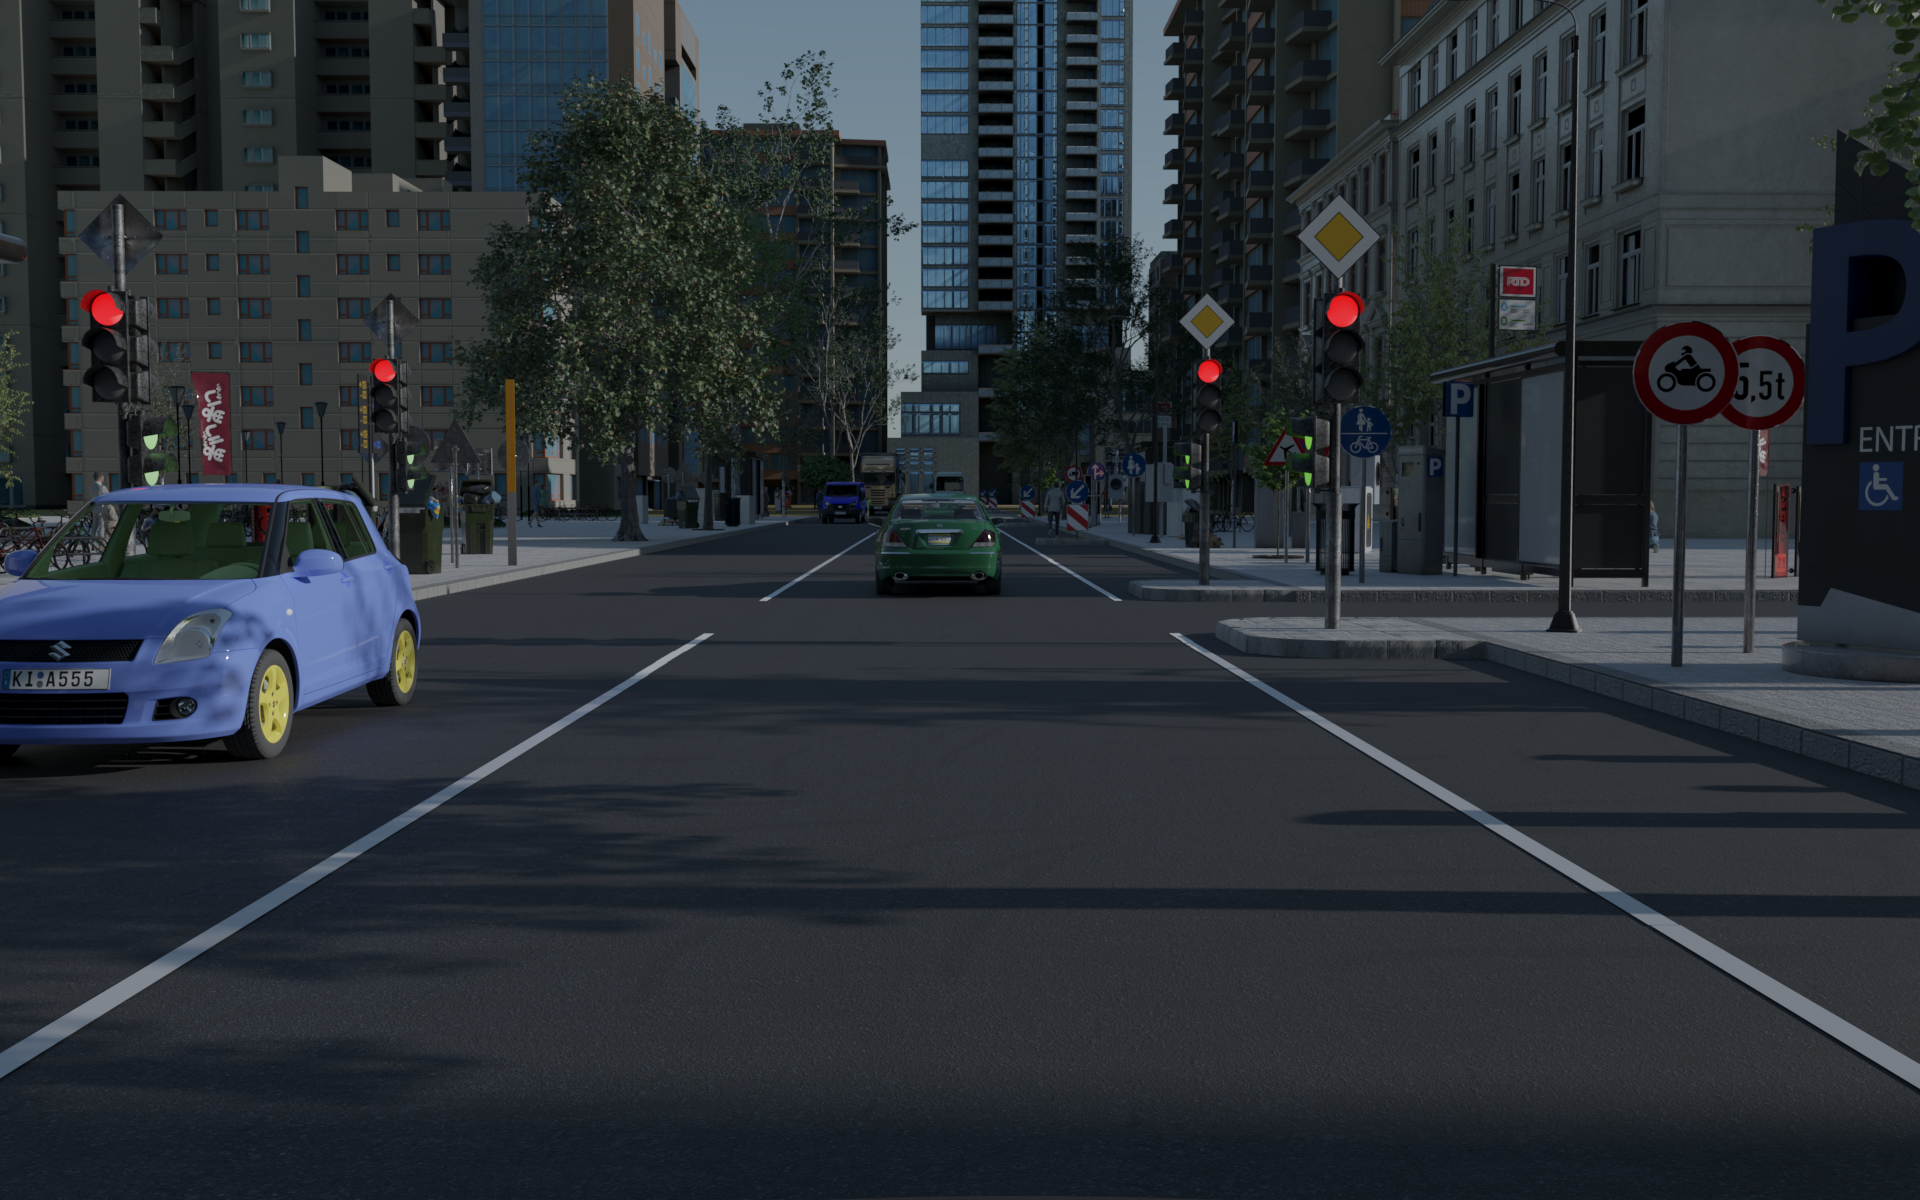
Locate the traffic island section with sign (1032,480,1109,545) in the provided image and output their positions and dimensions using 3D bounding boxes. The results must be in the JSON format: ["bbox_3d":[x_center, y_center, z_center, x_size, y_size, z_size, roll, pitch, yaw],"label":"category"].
[{"bbox_3d":[3.186,-2.500,49.496,1.989,1.847,2.006,0,4,-1],"label":"traffic island section with sign"}]

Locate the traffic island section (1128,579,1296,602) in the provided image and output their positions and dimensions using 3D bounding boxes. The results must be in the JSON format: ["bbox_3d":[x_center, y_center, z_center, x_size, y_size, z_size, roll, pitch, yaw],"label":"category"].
[{"bbox_3d":[3.476,-0.135,24.496,2.009,0.180,2.903,0,4,-1],"label":"traffic island section"}]

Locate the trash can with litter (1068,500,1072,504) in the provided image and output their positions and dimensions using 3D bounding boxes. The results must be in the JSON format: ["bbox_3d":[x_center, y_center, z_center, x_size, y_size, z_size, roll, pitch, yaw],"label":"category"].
[{"bbox_3d":[6.652,-5.379,99.326,1.055,1.170,0.624,1,4,9],"label":"trash can with litter"}]

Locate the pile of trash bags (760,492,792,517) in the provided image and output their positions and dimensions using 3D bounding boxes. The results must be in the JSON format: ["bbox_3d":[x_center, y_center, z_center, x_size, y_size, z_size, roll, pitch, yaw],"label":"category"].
[{"bbox_3d":[-11.244,-5.399,98.026,3.447,1.369,1.912,-1,4,-11],"label":"pile of trash bags"}]

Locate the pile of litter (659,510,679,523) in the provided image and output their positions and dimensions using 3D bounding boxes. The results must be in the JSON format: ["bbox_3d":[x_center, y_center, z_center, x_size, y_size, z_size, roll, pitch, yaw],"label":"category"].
[{"bbox_3d":[-12.506,-3.831,76.597,1.719,0.858,1.176,3,4,36],"label":"pile of litter"}]

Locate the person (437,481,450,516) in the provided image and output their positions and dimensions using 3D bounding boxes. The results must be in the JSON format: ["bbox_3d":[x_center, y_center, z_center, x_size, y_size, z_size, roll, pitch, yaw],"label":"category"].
[{"bbox_3d":[-22.358,-4.209,74.841,0.580,1.828,0.573,-2,4,-32],"label":"person"}]

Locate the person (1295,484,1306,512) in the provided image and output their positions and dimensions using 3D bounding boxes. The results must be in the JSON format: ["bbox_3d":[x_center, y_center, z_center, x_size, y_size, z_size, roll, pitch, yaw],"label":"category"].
[{"bbox_3d":[16.590,-4.829,84.769,0.755,1.850,0.659,1,4,12],"label":"person"}]

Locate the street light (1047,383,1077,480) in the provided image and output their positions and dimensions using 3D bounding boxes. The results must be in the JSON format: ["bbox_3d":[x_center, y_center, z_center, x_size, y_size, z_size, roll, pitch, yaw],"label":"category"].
[{"bbox_3d":[4.331,-6.111,72.464,1.470,5.913,1.316,0,4,-1],"label":"street light"}]

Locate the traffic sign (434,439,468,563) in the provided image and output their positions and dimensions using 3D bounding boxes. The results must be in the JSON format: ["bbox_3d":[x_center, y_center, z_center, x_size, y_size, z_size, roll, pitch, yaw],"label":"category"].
[{"bbox_3d":[-9.424,-1.833,32.098,0.606,2.300,0.079,0,3,0],"label":"traffic sign"}]

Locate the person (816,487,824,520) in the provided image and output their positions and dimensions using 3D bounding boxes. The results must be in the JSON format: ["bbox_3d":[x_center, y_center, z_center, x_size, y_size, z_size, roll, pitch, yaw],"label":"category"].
[{"bbox_3d":[-7.656,-5.297,95.294,0.419,1.800,0.721,3,5,43],"label":"person"}]

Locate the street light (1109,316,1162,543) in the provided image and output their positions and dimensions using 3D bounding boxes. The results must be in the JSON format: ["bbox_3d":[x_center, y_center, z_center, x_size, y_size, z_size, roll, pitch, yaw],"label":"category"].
[{"bbox_3d":[4.579,-4.447,45.248,1.470,5.913,1.316,0,4,-1],"label":"street light"}]

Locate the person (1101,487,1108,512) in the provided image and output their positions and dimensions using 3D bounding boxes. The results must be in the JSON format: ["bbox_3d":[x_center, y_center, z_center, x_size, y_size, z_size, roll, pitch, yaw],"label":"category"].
[{"bbox_3d":[10.630,-7.345,126.077,0.705,1.831,1.348,-2,4,-35],"label":"person"}]

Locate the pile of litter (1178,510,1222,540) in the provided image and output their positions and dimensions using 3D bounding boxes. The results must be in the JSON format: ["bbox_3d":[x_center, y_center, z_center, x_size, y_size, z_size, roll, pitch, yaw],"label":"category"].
[{"bbox_3d":[6.710,-2.115,48.543,1.176,0.858,1.719,0,4,-2],"label":"pile of litter"}]

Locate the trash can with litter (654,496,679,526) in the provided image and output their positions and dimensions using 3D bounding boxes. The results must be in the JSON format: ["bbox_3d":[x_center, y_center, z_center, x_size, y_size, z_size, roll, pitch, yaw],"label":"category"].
[{"bbox_3d":[-11.300,-3.603,69.963,2.233,1.210,1.678,-1,4,-14],"label":"trash can with litter"}]

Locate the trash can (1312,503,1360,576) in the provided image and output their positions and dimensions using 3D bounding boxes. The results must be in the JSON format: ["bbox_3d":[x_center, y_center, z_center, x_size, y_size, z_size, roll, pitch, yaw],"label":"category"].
[{"bbox_3d":[5.944,-0.965,27.434,0.748,1.137,0.748,0,3,0],"label":"trash can"}]

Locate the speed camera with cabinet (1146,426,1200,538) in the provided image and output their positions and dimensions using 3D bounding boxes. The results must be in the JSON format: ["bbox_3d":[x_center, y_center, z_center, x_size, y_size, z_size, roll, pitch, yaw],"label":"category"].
[{"bbox_3d":[6.295,-3.474,51.138,0.660,3.252,2.038,3,5,42],"label":"speed camera with cabinet"}]

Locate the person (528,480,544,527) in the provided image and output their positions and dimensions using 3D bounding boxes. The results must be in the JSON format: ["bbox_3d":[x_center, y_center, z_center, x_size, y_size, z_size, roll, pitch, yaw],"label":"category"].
[{"bbox_3d":[-16.396,-3.716,66.826,0.654,1.822,0.581,-2,4,-28],"label":"person"}]

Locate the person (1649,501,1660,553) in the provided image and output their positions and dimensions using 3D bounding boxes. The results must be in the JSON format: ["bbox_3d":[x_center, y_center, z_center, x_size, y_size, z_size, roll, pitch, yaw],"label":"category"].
[{"bbox_3d":[14.857,-1.607,37.815,1.012,1.151,0.738,-3,4,-38],"label":"person"}]

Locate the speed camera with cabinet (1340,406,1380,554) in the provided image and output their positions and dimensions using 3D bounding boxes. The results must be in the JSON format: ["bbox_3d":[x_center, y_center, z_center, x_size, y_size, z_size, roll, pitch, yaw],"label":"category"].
[{"bbox_3d":[8.836,-2.683,38.203,0.660,3.252,2.038,1,4,22],"label":"speed camera with cabinet"}]

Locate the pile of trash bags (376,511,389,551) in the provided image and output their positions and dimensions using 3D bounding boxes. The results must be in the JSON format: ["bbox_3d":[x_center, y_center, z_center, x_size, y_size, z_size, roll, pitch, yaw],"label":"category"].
[{"bbox_3d":[-12.729,-1.667,37.001,1.912,1.369,3.447,-2,4,-29],"label":"pile of trash bags"}]

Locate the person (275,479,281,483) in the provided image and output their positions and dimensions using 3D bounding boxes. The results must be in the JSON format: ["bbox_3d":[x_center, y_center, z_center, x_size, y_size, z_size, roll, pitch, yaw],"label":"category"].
[{"bbox_3d":[-25.019,-3.512,63.562,0.679,1.850,0.850,2,4,27],"label":"person"}]

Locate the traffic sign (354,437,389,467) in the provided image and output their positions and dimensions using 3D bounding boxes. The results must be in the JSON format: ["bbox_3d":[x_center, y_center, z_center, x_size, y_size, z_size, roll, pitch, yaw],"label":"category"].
[{"bbox_3d":[-11.771,-2.140,34.728,0.795,2.593,0.064,1,4,9],"label":"traffic sign"}]

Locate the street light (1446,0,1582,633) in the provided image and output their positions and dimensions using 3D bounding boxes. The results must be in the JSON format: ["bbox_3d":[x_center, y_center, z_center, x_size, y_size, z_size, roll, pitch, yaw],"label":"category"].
[{"bbox_3d":[5.096,-2.657,15.988,1.470,5.913,1.316,0,4,-1],"label":"street light"}]

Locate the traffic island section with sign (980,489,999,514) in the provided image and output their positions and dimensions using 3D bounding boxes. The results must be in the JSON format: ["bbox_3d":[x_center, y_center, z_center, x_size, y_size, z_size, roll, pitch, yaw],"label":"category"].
[{"bbox_3d":[2.263,-7.197,126.295,1.989,1.847,2.006,0,4,-1],"label":"traffic island section with sign"}]

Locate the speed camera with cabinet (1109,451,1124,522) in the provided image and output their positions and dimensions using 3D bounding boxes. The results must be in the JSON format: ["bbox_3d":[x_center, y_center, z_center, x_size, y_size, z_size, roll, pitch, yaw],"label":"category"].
[{"bbox_3d":[6.481,-5.202,79.386,2.038,3.252,0.660,1,4,10],"label":"speed camera with cabinet"}]

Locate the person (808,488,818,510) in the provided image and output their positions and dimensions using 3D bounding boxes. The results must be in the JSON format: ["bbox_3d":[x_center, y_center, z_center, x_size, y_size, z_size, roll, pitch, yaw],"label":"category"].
[{"bbox_3d":[-11.653,-8.224,140.466,1.348,1.831,0.705,0,4,5],"label":"person"}]

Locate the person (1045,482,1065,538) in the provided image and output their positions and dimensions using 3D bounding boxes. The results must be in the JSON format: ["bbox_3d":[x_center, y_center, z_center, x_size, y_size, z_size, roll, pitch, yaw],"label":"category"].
[{"bbox_3d":[3.104,-2.953,56.620,0.661,1.843,0.795,0,4,5],"label":"person"}]

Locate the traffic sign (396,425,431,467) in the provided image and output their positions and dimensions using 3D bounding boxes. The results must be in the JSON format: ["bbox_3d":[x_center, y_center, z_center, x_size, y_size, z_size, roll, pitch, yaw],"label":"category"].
[{"bbox_3d":[-10.194,-1.960,32.153,0.768,2.556,0.104,0,4,8],"label":"traffic sign"}]

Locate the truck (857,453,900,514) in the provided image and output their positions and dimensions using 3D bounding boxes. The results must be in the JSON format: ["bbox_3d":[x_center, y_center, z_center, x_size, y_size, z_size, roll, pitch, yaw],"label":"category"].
[{"bbox_3d":[-5.499,-7.986,119.490,2.839,4.237,11.283,0,4,-1],"label":"truck"}]

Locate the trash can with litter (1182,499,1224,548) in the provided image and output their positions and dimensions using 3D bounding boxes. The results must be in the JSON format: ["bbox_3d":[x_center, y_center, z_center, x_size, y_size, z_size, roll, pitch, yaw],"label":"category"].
[{"bbox_3d":[5.835,-1.835,41.392,1.055,1.170,0.624,3,5,42],"label":"trash can with litter"}]

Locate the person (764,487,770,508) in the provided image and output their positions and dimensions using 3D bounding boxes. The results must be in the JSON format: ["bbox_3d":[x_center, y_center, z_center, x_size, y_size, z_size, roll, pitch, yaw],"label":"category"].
[{"bbox_3d":[-12.823,-6.619,114.819,0.434,1.755,0.990,-1,4,-18],"label":"person"}]

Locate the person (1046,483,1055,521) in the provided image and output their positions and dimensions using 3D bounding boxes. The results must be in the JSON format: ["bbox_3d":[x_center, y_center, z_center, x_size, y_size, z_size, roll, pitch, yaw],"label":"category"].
[{"bbox_3d":[4.351,-4.727,83.513,0.419,1.800,0.721,-1,4,-10],"label":"person"}]

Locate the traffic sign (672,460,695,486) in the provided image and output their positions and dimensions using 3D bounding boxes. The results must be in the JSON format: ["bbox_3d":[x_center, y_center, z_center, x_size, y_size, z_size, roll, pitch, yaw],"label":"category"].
[{"bbox_3d":[-10.552,-4.042,66.084,0.884,2.594,0.081,1,4,8],"label":"traffic sign"}]

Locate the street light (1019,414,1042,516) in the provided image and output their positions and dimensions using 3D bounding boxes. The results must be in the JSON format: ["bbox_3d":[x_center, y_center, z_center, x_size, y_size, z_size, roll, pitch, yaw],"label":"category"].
[{"bbox_3d":[4.021,-7.768,99.540,1.470,5.913,1.316,0,4,-1],"label":"street light"}]

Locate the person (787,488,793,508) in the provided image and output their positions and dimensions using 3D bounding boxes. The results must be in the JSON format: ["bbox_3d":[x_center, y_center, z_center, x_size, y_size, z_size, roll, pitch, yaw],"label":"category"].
[{"bbox_3d":[-15.410,-9.242,157.020,0.709,1.838,0.599,2,4,27],"label":"person"}]

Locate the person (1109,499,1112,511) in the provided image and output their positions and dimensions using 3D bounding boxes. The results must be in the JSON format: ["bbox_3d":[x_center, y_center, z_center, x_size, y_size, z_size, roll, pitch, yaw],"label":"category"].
[{"bbox_3d":[11.513,-7.766,133.106,0.705,1.814,1.350,1,4,18],"label":"person"}]

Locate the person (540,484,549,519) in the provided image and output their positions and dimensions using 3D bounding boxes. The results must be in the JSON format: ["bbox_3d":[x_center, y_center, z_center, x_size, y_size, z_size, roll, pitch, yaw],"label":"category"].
[{"bbox_3d":[-21.553,-5.081,89.369,0.600,1.795,0.529,1,4,19],"label":"person"}]

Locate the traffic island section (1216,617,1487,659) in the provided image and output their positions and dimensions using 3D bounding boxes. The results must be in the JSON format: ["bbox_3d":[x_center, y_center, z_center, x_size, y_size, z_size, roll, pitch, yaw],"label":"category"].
[{"bbox_3d":[3.571,0.353,16.511,2.009,0.180,2.903,0,4,-1],"label":"traffic island section"}]

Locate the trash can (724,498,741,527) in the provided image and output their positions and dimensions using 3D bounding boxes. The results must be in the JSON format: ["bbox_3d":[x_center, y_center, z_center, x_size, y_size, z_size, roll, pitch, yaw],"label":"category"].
[{"bbox_3d":[-8.966,-3.463,68.280,0.748,1.137,0.748,0,3,0],"label":"trash can"}]

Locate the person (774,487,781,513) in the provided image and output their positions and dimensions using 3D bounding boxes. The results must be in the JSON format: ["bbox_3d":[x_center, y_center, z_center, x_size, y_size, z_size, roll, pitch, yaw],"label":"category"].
[{"bbox_3d":[-12.542,-6.882,119.235,0.551,1.740,0.621,-2,4,-30],"label":"person"}]

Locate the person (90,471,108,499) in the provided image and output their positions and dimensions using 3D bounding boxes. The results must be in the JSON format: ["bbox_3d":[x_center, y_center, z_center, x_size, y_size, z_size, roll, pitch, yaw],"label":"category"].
[{"bbox_3d":[-19.487,-2.026,39.356,0.511,1.800,0.466,1,4,16],"label":"person"}]

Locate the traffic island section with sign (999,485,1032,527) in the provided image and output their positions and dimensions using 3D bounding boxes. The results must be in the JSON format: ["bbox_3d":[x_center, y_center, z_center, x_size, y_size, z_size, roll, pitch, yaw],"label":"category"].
[{"bbox_3d":[2.857,-4.148,76.449,1.989,1.847,2.006,0,4,-1],"label":"traffic island section with sign"}]

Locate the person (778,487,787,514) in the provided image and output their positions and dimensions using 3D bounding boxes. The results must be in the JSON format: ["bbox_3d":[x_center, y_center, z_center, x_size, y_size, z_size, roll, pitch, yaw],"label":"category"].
[{"bbox_3d":[-11.534,-6.540,113.062,0.705,1.812,1.348,-3,5,-43],"label":"person"}]
